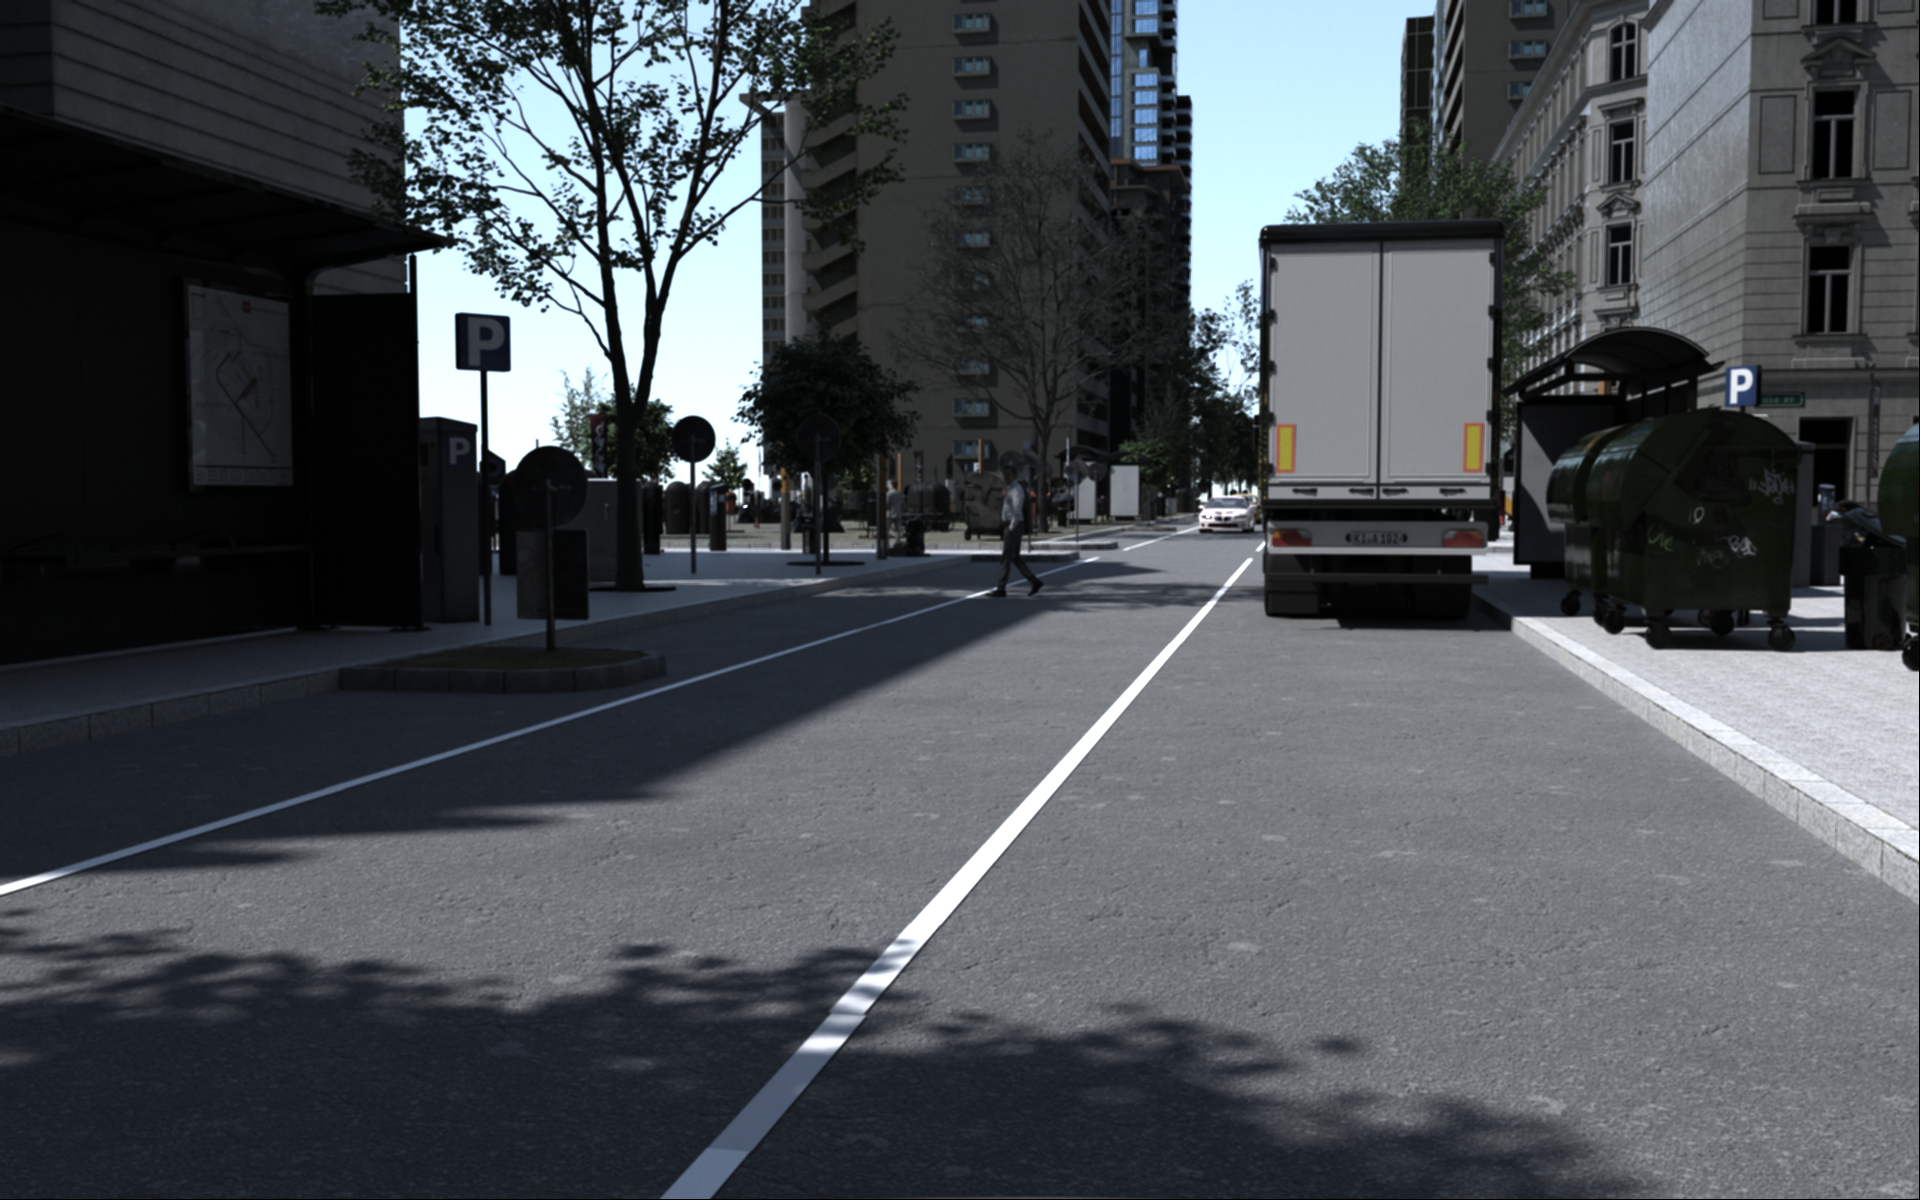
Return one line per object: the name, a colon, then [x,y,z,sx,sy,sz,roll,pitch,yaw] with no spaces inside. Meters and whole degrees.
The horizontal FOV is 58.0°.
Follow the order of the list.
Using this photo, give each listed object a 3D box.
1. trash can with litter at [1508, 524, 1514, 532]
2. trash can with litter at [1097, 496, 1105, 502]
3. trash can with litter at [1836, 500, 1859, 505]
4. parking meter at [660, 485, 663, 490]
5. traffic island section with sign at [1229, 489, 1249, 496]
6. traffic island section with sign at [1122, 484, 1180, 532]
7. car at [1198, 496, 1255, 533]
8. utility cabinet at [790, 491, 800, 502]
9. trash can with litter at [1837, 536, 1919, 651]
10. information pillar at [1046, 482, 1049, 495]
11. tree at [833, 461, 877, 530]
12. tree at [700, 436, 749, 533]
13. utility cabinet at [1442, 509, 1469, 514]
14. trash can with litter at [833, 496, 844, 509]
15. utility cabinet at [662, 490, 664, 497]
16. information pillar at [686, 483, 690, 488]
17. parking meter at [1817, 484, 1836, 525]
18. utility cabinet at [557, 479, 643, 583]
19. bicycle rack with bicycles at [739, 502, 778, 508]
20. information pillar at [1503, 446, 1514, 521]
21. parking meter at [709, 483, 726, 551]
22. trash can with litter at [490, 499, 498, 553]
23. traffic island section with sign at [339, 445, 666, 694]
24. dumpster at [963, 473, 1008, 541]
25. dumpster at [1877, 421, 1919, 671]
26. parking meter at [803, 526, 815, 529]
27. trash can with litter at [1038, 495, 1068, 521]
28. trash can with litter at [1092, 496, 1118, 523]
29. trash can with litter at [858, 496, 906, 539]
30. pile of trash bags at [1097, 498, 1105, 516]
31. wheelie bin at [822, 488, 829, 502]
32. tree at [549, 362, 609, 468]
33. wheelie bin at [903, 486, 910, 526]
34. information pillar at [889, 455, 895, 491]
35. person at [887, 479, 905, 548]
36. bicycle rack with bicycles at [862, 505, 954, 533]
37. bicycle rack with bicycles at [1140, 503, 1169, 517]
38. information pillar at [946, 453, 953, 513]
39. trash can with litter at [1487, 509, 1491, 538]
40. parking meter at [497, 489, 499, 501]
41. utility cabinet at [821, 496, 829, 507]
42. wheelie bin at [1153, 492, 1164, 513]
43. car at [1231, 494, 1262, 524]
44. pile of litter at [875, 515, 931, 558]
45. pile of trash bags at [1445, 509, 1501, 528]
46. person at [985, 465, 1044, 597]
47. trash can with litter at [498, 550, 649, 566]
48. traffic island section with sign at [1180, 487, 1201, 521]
trash can with litter: [18.855,-2.879,58.460,0.624,1.170,1.055,-1,4,-14]
trash can with litter: [9.078,-6.221,113.104,0.624,1.170,1.055,-2,4,-25]
trash can with litter: [16.736,-1.277,32.259,1.055,1.170,0.624,-1,4,-22]
parking meter: [-18.738,-6.263,108.114,0.399,1.863,0.255,2,4,34]
traffic island section with sign: [22.738,-8.253,143.567,1.989,1.847,2.006,1,4,11]
traffic island section with sign: [7.340,-3.565,66.917,1.989,1.847,2.006,1,4,11]
car: [10.019,-3.211,64.857,2.083,1.381,4.827,1,4,13]
utility cabinet: [-11.426,-6.761,119.218,1.173,1.500,0.318,3,4,38]
trash can with litter: [7.784,-0.172,14.194,0.624,1.170,1.055,-3,4,-37]
information pillar: [5.227,-6.167,105.319,0.304,2.012,0.304,-1,4,-10]
tree: [-3.589,-4.109,61.791,1.663,3.219,1.824,0,3,0]
tree: [-7.877,-3.879,58.024,1.663,3.219,1.824,0,3,0]
utility cabinet: [20.336,-3.825,71.214,0.318,1.500,1.173,-3,4,-36]
trash can with litter: [-6.670,-5.316,98.299,1.055,1.170,0.624,2,4,29]
utility cabinet: [-16.840,-5.610,100.399,1.173,1.500,0.318,0,4,5]
information pillar: [-18.476,-6.953,118.179,0.304,2.012,0.304,1,4,13]
parking meter: [21.143,-2.071,42.276,0.372,1.533,0.369,0,3,0]
utility cabinet: [-5.139,-0.980,24.695,1.173,1.500,0.318,-1,4,-16]
bicycle rack with bicycles: [-10.932,-5.032,95.647,2.852,0.926,2.925,1,4,10]
information pillar: [26.435,-5.630,83.411,0.504,3.616,0.183,1,4,17]
parking meter: [-5.450,-1.869,38.976,0.372,1.533,0.369,0,3,0]
trash can with litter: [-10.110,-1.633,37.758,2.233,1.210,1.678,2,4,24]
traffic island section with sign: [-3.391,-0.293,13.424,1.989,1.847,2.006,1,4,11]
dumpster: [0.830,-2.595,48.189,1.264,1.857,1.865,1,4,11]
dumpster: [7.279,-0.560,11.645,1.502,2.255,1.985,1,4,11]
parking meter: [-4.510,-2.643,51.620,0.372,1.533,0.369,0,3,0]
trash can with litter: [4.189,-4.722,88.264,2.233,1.210,1.678,-2,4,-25]
trash can with litter: [6.347,-4.140,78.739,1.678,1.210,2.233,2,4,26]
trash can with litter: [-2.099,-2.405,50.372,2.233,1.210,1.678,-3,5,-41]
pile of trash bags: [6.829,-5.701,102.970,3.447,1.369,1.912,-1,4,-11]
wheelie bin: [-7.090,-4.974,89.227,0.693,1.594,0.980,-1,4,-15]
tree: [-21.310,-8.993,97.393,4.737,8.622,4.395,0,3,0]
wheelie bin: [-1.867,-3.717,68.686,0.980,1.594,0.693,-2,4,-34]
information pillar: [-3.968,-6.719,101.211,0.183,3.616,0.504,2,4,35]
person: [-1.713,-2.125,43.444,0.606,1.804,0.583,-3,5,-40]
bicycle rack with bicycles: [-1.487,-2.752,58.380,2.925,0.926,2.852,2,4,26]
bicycle rack with bicycles: [10.219,-5.089,96.587,2.925,0.926,2.852,1,4,11]
information pillar: [-0.592,-6.525,98.034,0.183,3.616,0.504,3,5,42]
trash can with litter: [15.086,-2.369,50.127,0.624,1.170,1.055,-1,4,-17]
parking meter: [-18.677,-3.800,70.546,0.372,1.533,0.369,0,3,0]
utility cabinet: [-5.625,-3.575,69.616,0.306,1.237,1.020,-2,4,-29]
wheelie bin: [13.244,-6.582,115.517,0.980,1.594,0.693,2,4,30]
car: [13.587,-4.456,83.072,2.015,1.641,3.980,1,4,12]
pile of litter: [-1.166,-1.339,35.863,1.176,0.858,1.719,0,4,5]
pile of trash bags: [19.888,-3.378,64.976,3.447,1.369,1.912,1,4,21]
person: [0.752,-0.951,24.156,0.850,1.850,0.679,-1,4,-9]
trash can with litter: [-6.782,-1.215,30.916,2.233,1.210,1.678,2,4,32]
traffic island section with sign: [12.891,-5.253,94.518,1.989,1.847,2.006,1,4,11]
